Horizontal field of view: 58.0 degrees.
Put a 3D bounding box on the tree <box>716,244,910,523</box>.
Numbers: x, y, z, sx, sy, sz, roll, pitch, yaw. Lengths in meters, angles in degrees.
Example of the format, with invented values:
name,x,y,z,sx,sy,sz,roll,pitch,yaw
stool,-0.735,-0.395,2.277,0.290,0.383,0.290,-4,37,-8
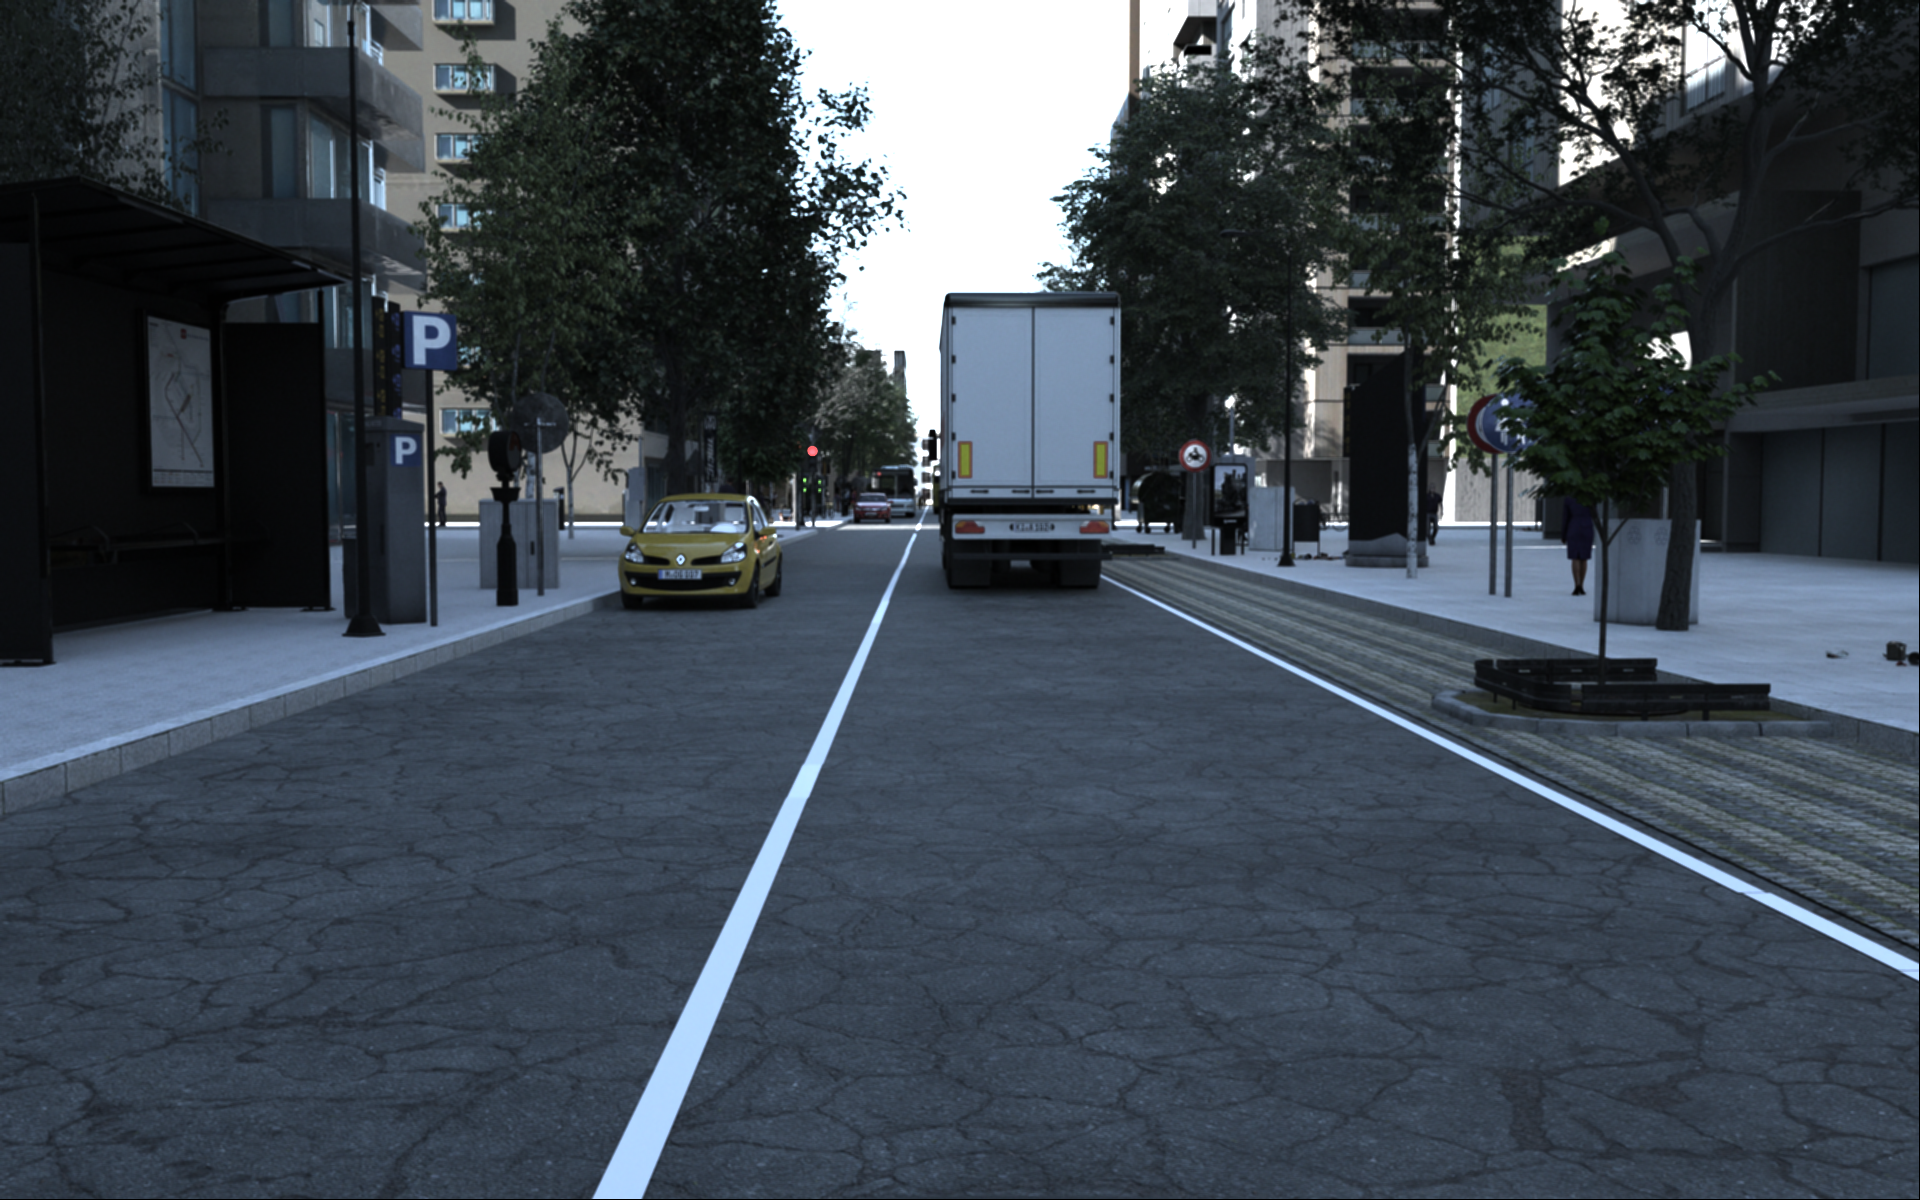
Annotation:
name,x,y,z,sx,sy,sz,roll,pitch,yaw
tree,-7.482,-10.213,77.358,12.009,13.543,11.850,0,3,0

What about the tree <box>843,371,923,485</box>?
name,x,y,z,sx,sy,sz,roll,pitch,yaw
tree,-8.343,-16.695,179.614,9.857,13.997,8.962,0,3,0

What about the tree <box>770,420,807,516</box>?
name,x,y,z,sx,sy,sz,roll,pitch,yaw
tree,-10.928,-9.279,102.076,4.737,8.622,4.395,0,3,0

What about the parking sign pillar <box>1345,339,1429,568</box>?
name,x,y,z,sx,sy,sz,roll,pitch,yaw
parking sign pillar,7.574,-2.578,30.618,1.447,3.967,1.447,3,4,37

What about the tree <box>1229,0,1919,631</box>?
name,x,y,z,sx,sy,sz,roll,pitch,yaw
tree,6.707,-4.971,15.683,8.767,10.594,7.601,0,4,-1

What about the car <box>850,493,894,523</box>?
name,x,y,z,sx,sy,sz,roll,pitch,yaw
car,-4.378,-4.745,86.619,2.155,1.783,4.494,0,4,-1

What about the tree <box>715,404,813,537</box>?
name,x,y,z,sx,sy,sz,roll,pitch,yaw
tree,-5.995,-4.187,52.170,4.285,4.588,4.351,0,3,0

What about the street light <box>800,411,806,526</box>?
name,x,y,z,sx,sy,sz,roll,pitch,yaw
street light,-5.733,-5.885,68.766,1.470,5.913,1.316,0,4,-1

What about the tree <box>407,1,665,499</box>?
name,x,y,z,sx,sy,sz,roll,pitch,yaw
tree,-6.626,-4.664,26.611,4.737,8.622,4.395,0,3,0

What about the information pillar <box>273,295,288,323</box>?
name,x,y,z,sx,sy,sz,roll,pitch,yaw
information pillar,-7.775,-1.746,19.903,0.183,3.616,0.504,-2,4,-30

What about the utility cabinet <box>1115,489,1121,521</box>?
name,x,y,z,sx,sy,sz,roll,pitch,yaw
utility cabinet,7.274,-4.402,80.654,0.318,1.500,1.173,0,4,0

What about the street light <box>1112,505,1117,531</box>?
name,x,y,z,sx,sy,sz,roll,pitch,yaw
street light,4.860,-5.406,60.921,1.470,5.913,1.316,0,4,-1

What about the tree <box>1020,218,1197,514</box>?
name,x,y,z,sx,sy,sz,roll,pitch,yaw
tree,6.141,-10.148,76.297,12.009,13.543,11.850,0,3,0

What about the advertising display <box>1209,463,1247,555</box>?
name,x,y,z,sx,sy,sz,roll,pitch,yaw
advertising display,5.642,-1.909,36.425,0.974,1.923,0.123,-2,4,-35

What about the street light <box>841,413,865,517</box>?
name,x,y,z,sx,sy,sz,roll,pitch,yaw
street light,-6.093,-7.720,98.764,1.470,5.913,1.316,0,4,-1

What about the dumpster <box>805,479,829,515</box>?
name,x,y,z,sx,sy,sz,roll,pitch,yaw
dumpster,-8.819,-6.311,105.682,1.502,2.255,1.985,0,4,-1

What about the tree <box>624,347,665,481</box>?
name,x,y,z,sx,sy,sz,roll,pitch,yaw
tree,-11.028,-6.044,49.177,4.360,8.622,3.978,0,3,0

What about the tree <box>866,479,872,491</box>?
name,x,y,z,sx,sy,sz,roll,pitch,yaw
tree,-9.399,-14.342,218.197,4.285,4.588,4.351,0,3,0

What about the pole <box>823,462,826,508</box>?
name,x,y,z,sx,sy,sz,roll,pitch,yaw
pole,-8.540,-7.060,109.271,0.158,3.312,0.155,0,3,0

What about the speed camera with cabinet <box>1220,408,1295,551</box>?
name,x,y,z,sx,sy,sz,roll,pitch,yaw
speed camera with cabinet,6.784,-2.766,39.560,0.660,3.252,2.038,-2,4,-30

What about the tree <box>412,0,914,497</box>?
name,x,y,z,sx,sy,sz,roll,pitch,yaw
tree,-5.769,-7.219,35.039,9.611,12.733,9.660,0,3,0

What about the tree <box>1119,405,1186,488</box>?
name,x,y,z,sx,sy,sz,roll,pitch,yaw
tree,9.794,-8.381,87.386,4.360,8.622,3.978,0,3,0

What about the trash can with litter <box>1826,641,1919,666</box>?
name,x,y,z,sx,sy,sz,roll,pitch,yaw
trash can with litter,7.623,-0.107,12.802,1.678,1.210,2.233,-2,4,-32

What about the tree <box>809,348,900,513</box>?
name,x,y,z,sx,sy,sz,roll,pitch,yaw
tree,-7.774,-11.875,119.911,9.928,11.665,9.643,0,3,0

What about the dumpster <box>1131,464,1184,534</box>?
name,x,y,z,sx,sy,sz,roll,pitch,yaw
dumpster,6.453,-3.309,56.591,1.502,2.255,1.985,0,4,-1

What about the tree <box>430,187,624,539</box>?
name,x,y,z,sx,sy,sz,roll,pitch,yaw
tree,-10.722,-5.644,42.642,4.360,8.622,3.978,0,3,0

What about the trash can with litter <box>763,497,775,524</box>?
name,x,y,z,sx,sy,sz,roll,pitch,yaw
trash can with litter,-8.234,-3.791,73.364,0.624,1.170,1.055,1,4,10

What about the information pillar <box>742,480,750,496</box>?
name,x,y,z,sx,sy,sz,roll,pitch,yaw
information pillar,-8.564,-3.946,69.014,0.304,2.012,0.304,0,4,6

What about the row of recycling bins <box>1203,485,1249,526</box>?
name,x,y,z,sx,sy,sz,roll,pitch,yaw
row of recycling bins,10.608,-3.837,69.849,3.534,1.692,1.069,-3,5,-41

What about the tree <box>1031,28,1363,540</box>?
name,x,y,z,sx,sy,sz,roll,pitch,yaw
tree,6.494,-8.673,48.456,9.857,13.997,8.962,0,3,0

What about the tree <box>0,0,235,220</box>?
name,x,y,z,sx,sy,sz,roll,pitch,yaw
tree,-10.826,-4.294,20.568,4.360,8.622,3.978,0,3,0

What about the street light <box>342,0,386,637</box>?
name,x,y,z,sx,sy,sz,roll,pitch,yaw
street light,-4.856,-2.628,15.505,1.470,5.913,1.316,0,4,-1

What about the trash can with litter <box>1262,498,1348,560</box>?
name,x,y,z,sx,sy,sz,roll,pitch,yaw
trash can with litter,7.147,-1.397,33.891,2.233,1.210,1.678,1,4,21

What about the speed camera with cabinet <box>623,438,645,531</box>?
name,x,y,z,sx,sy,sz,roll,pitch,yaw
speed camera with cabinet,-11.382,-4.036,60.318,0.660,3.252,2.038,-1,4,-16

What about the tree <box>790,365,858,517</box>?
name,x,y,z,sx,sy,sz,roll,pitch,yaw
tree,-7.299,-8.643,91.671,4.360,8.622,3.978,0,3,0

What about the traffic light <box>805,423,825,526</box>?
name,x,y,z,sx,sy,sz,roll,pitch,yaw
traffic light,-5.809,-4.882,68.739,0.839,4.253,0.868,0,4,-1

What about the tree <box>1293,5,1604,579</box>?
name,x,y,z,sx,sy,sz,roll,pitch,yaw
tree,7.067,-4.623,25.954,4.737,8.622,4.395,0,3,0

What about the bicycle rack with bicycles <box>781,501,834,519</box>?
name,x,y,z,sx,sy,sz,roll,pitch,yaw
bicycle rack with bicycles,-8.012,-4.652,89.444,2.852,0.926,2.925,-1,4,-22

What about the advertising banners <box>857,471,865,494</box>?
name,x,y,z,sx,sy,sz,roll,pitch,yaw
advertising banners,-7.510,-8.289,131.717,0.090,3.025,2.074,-1,4,-22

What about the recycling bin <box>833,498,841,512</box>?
name,x,y,z,sx,sy,sz,roll,pitch,yaw
recycling bin,-8.926,-7.040,127.658,0.722,1.027,0.722,-1,4,-22

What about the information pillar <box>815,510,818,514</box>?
name,x,y,z,sx,sy,sz,roll,pitch,yaw
information pillar,-9.423,-6.593,112.282,0.304,2.012,0.304,2,4,35

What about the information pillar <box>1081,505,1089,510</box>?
name,x,y,z,sx,sy,sz,roll,pitch,yaw
information pillar,6.475,-6.020,89.780,0.504,3.616,0.183,-3,4,-36

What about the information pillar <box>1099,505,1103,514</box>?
name,x,y,z,sx,sy,sz,roll,pitch,yaw
information pillar,5.582,-4.709,68.350,0.183,3.616,0.504,0,4,-4

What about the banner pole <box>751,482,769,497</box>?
name,x,y,z,sx,sy,sz,roll,pitch,yaw
banner pole,-6.416,-3.983,55.134,0.863,3.779,0.401,1,4,23

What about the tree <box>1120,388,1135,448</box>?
name,x,y,z,sx,sy,sz,roll,pitch,yaw
tree,7.730,-8.810,94.414,4.737,8.622,4.395,0,3,0

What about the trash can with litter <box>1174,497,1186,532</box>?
name,x,y,z,sx,sy,sz,roll,pitch,yaw
trash can with litter,7.416,-2.866,58.253,0.624,1.170,1.055,1,4,16

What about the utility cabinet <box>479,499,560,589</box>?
name,x,y,z,sx,sy,sz,roll,pitch,yaw
utility cabinet,-5.978,-0.755,23.511,1.020,1.237,0.306,0,4,-5

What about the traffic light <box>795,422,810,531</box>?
name,x,y,z,sx,sy,sz,roll,pitch,yaw
traffic light,-5.684,-4.394,60.755,0.839,4.253,0.868,0,4,-1

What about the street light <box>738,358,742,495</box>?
name,x,y,z,sx,sy,sz,roll,pitch,yaw
street light,-5.254,-4.464,45.522,1.470,5.913,1.316,0,4,-1

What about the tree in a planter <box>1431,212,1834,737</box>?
name,x,y,z,sx,sy,sz,roll,pitch,yaw
tree in a planter,4.129,-0.845,11.039,1.991,3.239,1.994,0,4,-1

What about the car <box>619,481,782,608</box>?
name,x,y,z,sx,sy,sz,roll,pitch,yaw
car,-3.381,-0.778,22.948,2.015,1.641,3.980,0,4,0

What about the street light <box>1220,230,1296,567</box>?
name,x,y,z,sx,sy,sz,roll,pitch,yaw
street light,5.264,-3.552,30.620,1.470,5.913,1.316,0,4,-1

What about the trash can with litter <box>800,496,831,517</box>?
name,x,y,z,sx,sy,sz,roll,pitch,yaw
trash can with litter,-8.103,-5.383,99.068,2.233,1.210,1.678,0,4,-4

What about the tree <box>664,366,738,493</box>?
name,x,y,z,sx,sy,sz,roll,pitch,yaw
tree,-8.661,-6.667,59.376,4.360,8.622,3.978,0,3,0

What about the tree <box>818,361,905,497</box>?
name,x,y,z,sx,sy,sz,roll,pitch,yaw
tree,-8.540,-13.610,140.646,7.486,12.596,7.792,0,3,0

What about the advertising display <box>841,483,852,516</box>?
name,x,y,z,sx,sy,sz,roll,pitch,yaw
advertising display,-6.760,-5.977,102.931,0.123,1.923,0.974,-3,4,-38

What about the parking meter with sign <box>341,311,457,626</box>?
name,x,y,z,sx,sy,sz,roll,pitch,yaw
parking meter with sign,-5.674,-1.287,17.310,0.543,3.016,1.738,-3,5,-44

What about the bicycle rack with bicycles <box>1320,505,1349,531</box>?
name,x,y,z,sx,sy,sz,roll,pitch,yaw
bicycle rack with bicycles,12.259,-2.854,60.039,2.925,0.926,2.852,-1,4,-23

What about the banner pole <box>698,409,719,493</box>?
name,x,y,z,sx,sy,sz,roll,pitch,yaw
banner pole,-6.729,-3.421,45.949,0.401,3.779,0.863,3,5,39

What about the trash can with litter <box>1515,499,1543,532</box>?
name,x,y,z,sx,sy,sz,roll,pitch,yaw
trash can with litter,20.029,-2.994,60.007,1.678,1.210,2.233,0,4,-3
